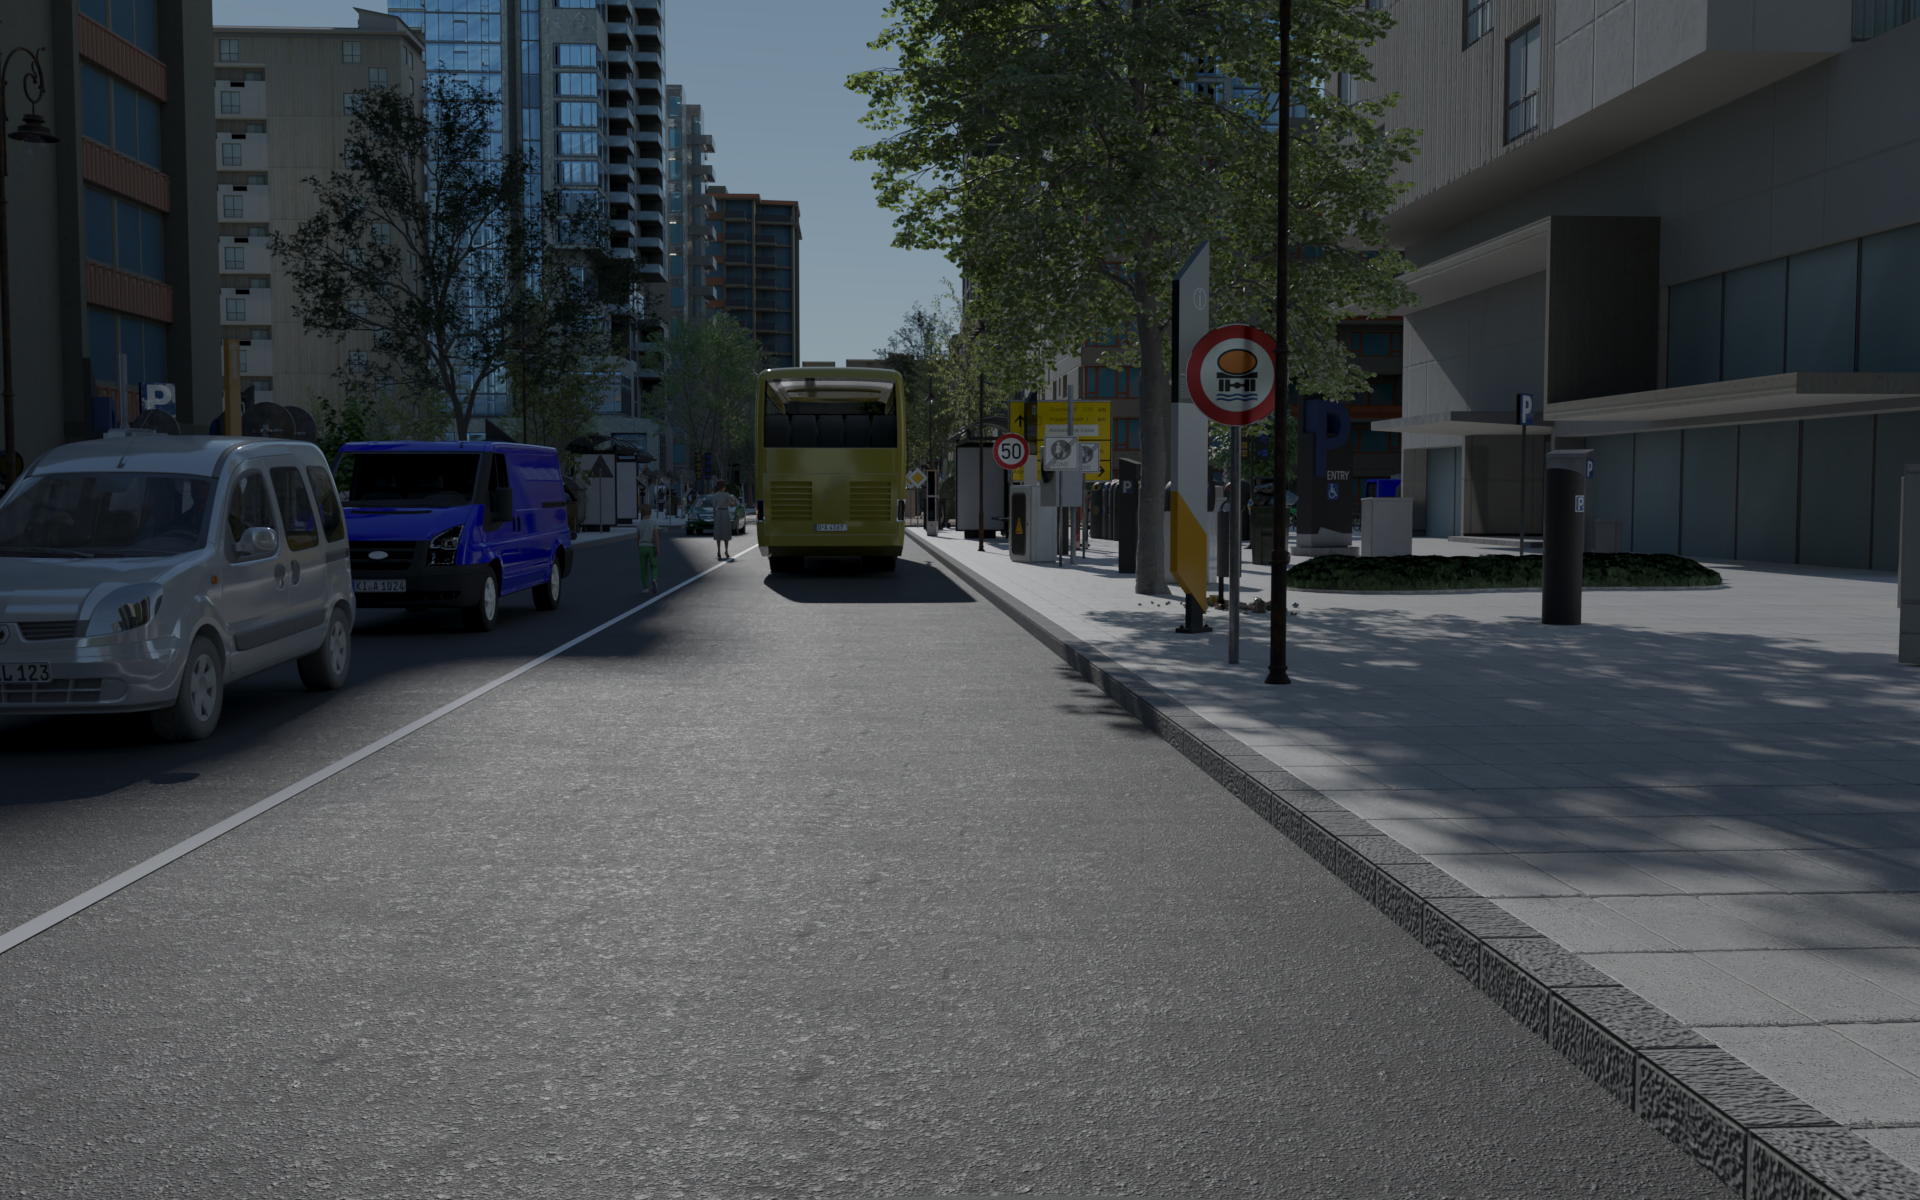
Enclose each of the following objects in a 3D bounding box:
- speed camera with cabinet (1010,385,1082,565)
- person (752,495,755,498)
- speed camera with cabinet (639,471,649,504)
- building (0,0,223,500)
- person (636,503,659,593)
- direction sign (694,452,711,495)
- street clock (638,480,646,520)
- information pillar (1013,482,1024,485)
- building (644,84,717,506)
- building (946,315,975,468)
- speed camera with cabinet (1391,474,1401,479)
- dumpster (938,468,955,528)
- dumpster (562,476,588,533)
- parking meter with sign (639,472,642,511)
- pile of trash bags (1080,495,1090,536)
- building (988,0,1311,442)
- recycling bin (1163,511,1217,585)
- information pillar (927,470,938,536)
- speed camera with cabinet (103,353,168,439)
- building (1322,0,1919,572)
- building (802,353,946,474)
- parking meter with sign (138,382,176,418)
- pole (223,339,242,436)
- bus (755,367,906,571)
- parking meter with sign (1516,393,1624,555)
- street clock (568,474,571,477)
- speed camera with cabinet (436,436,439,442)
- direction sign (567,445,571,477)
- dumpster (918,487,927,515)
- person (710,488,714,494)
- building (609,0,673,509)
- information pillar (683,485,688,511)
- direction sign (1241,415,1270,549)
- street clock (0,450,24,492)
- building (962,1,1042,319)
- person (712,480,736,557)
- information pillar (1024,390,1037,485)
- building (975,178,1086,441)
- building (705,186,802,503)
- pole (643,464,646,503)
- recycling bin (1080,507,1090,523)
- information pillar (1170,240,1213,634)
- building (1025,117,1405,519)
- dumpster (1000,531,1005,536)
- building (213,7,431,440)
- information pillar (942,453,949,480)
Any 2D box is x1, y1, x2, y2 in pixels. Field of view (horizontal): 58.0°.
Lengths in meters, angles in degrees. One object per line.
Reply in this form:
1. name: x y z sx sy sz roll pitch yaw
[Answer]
1. speed camera with cabinet: 1.573 -2.306 32.045 0.660 3.252 2.038 -1 4 -22
2. person: -27.551 -13.413 227.880 0.705 1.814 1.350 3 4 37
3. speed camera with cabinet: -26.882 -9.277 146.012 0.660 3.252 2.038 1 4 13
4. building: -33.497 -23.746 42.872 28.867 44.769 22.147 0 4 -3
5. person: -4.489 -0.745 24.930 0.306 1.304 0.590 -1 4 -20
6. direction sign: -13.964 -6.244 94.082 0.876 3.537 0.379 0 4 -5
7. street clock: -14.837 -4.672 80.961 0.471 2.002 0.358 -1 4 -14
8. information pillar: 1.528 -2.440 44.380 0.304 2.012 0.304 2 4 35
9. building: -44.023 -35.599 201.650 30.456 49.044 23.786 0 4 -3
10. building: 13.382 -20.641 182.520 27.650 21.520 28.899 0 4 -3
11. speed camera with cabinet: 31.124 -7.762 121.245 2.038 3.252 0.660 0 4 6
12. dumpster: -0.079 -3.839 65.259 1.502 2.255 1.985 0 4 -4
13. dumpster: -13.009 -3.133 56.985 1.264 1.857 1.865 0 4 -4
14. parking meter with sign: -25.049 -8.447 134.375 0.543 3.016 1.738 2 4 25
15. pile of trash bags: 4.843 -2.751 54.729 3.447 1.369 1.912 -3 5 -42
16. building: 14.455 -50.121 132.150 22.319 86.520 31.000 0 4 -3
17. recycling bin: 3.282 -0.755 24.901 0.722 1.027 0.722 1 4 18
18. information pillar: -0.837 -2.942 52.587 0.304 2.012 0.304 1 4 11
19. speed camera with cabinet: -11.085 -1.837 24.374 2.038 3.252 0.660 2 4 24
20. building: 25.103 -27.520 39.184 28.713 52.752 27.495 0 4 -3
21. building: -8.569 -25.007 253.895 28.899 21.520 27.650 0 4 -3
22. parking meter with sign: -13.200 -1.921 27.671 1.738 3.016 0.543 3 4 38
23. pole: -9.595 -1.778 22.906 0.158 3.312 0.155 0 3 0
24. bus: -2.553 -2.658 35.013 2.896 3.916 12.252 0 4 -4
25. parking meter with sign: 10.431 -2.039 29.605 1.738 3.016 0.543 3 5 40
26. street clock: -14.080 -3.570 62.936 0.358 2.002 0.471 0 4 0
27. speed camera with cabinet: -17.782 -3.939 58.745 0.660 3.252 2.038 0 4 5
28. direction sign: -17.259 -5.217 77.301 0.876 3.537 0.379 3 5 43
29. dumpster: -1.955 -6.121 105.832 1.264 1.857 1.865 0 4 -3
30. person: -10.392 -3.862 72.646 0.512 1.701 0.522 2 4 23
31. building: -37.764 -51.822 159.964 22.319 86.520 31.000 0 4 -3
32. information pillar: -21.139 -7.870 133.171 0.304 2.012 0.304 -2 4 -31
33. direction sign: 6.791 -2.952 40.259 0.876 3.537 0.379 3 5 40
34. street clock: -15.655 -1.463 28.491 0.358 2.002 0.471 1 4 19
35. building: 8.864 -46.925 205.482 20.563 71.187 20.611 0 4 -3
36. person: -5.360 -1.855 39.391 0.480 1.755 0.524 1 4 8
37. information pillar: 1.508 -2.784 36.870 0.183 3.616 0.504 2 4 29
38. building: 8.245 -23.753 160.063 14.160 30.474 14.107 0 4 -3
39. building: -37.214 -36.318 248.423 28.867 44.769 22.147 0 4 -3
40. pole: -21.582 -7.625 118.518 0.158 3.312 0.155 0 3 0
41. recycling bin: 5.515 -3.995 77.878 0.722 1.027 0.722 -1 4 -21
42. information pillar: 2.115 -1.501 15.895 0.183 3.616 0.504 3 5 42
43. building: 19.437 -15.493 98.347 28.899 21.520 27.650 0 4 -3
44. dumpster: 0.880 -2.818 51.826 1.264 1.857 1.865 0 4 -3
45. building: -72.754 -37.151 196.665 27.495 52.752 28.713 0 4 -3
46. information pillar: -0.828 -6.565 98.691 0.183 3.616 0.504 -3 5 -39
